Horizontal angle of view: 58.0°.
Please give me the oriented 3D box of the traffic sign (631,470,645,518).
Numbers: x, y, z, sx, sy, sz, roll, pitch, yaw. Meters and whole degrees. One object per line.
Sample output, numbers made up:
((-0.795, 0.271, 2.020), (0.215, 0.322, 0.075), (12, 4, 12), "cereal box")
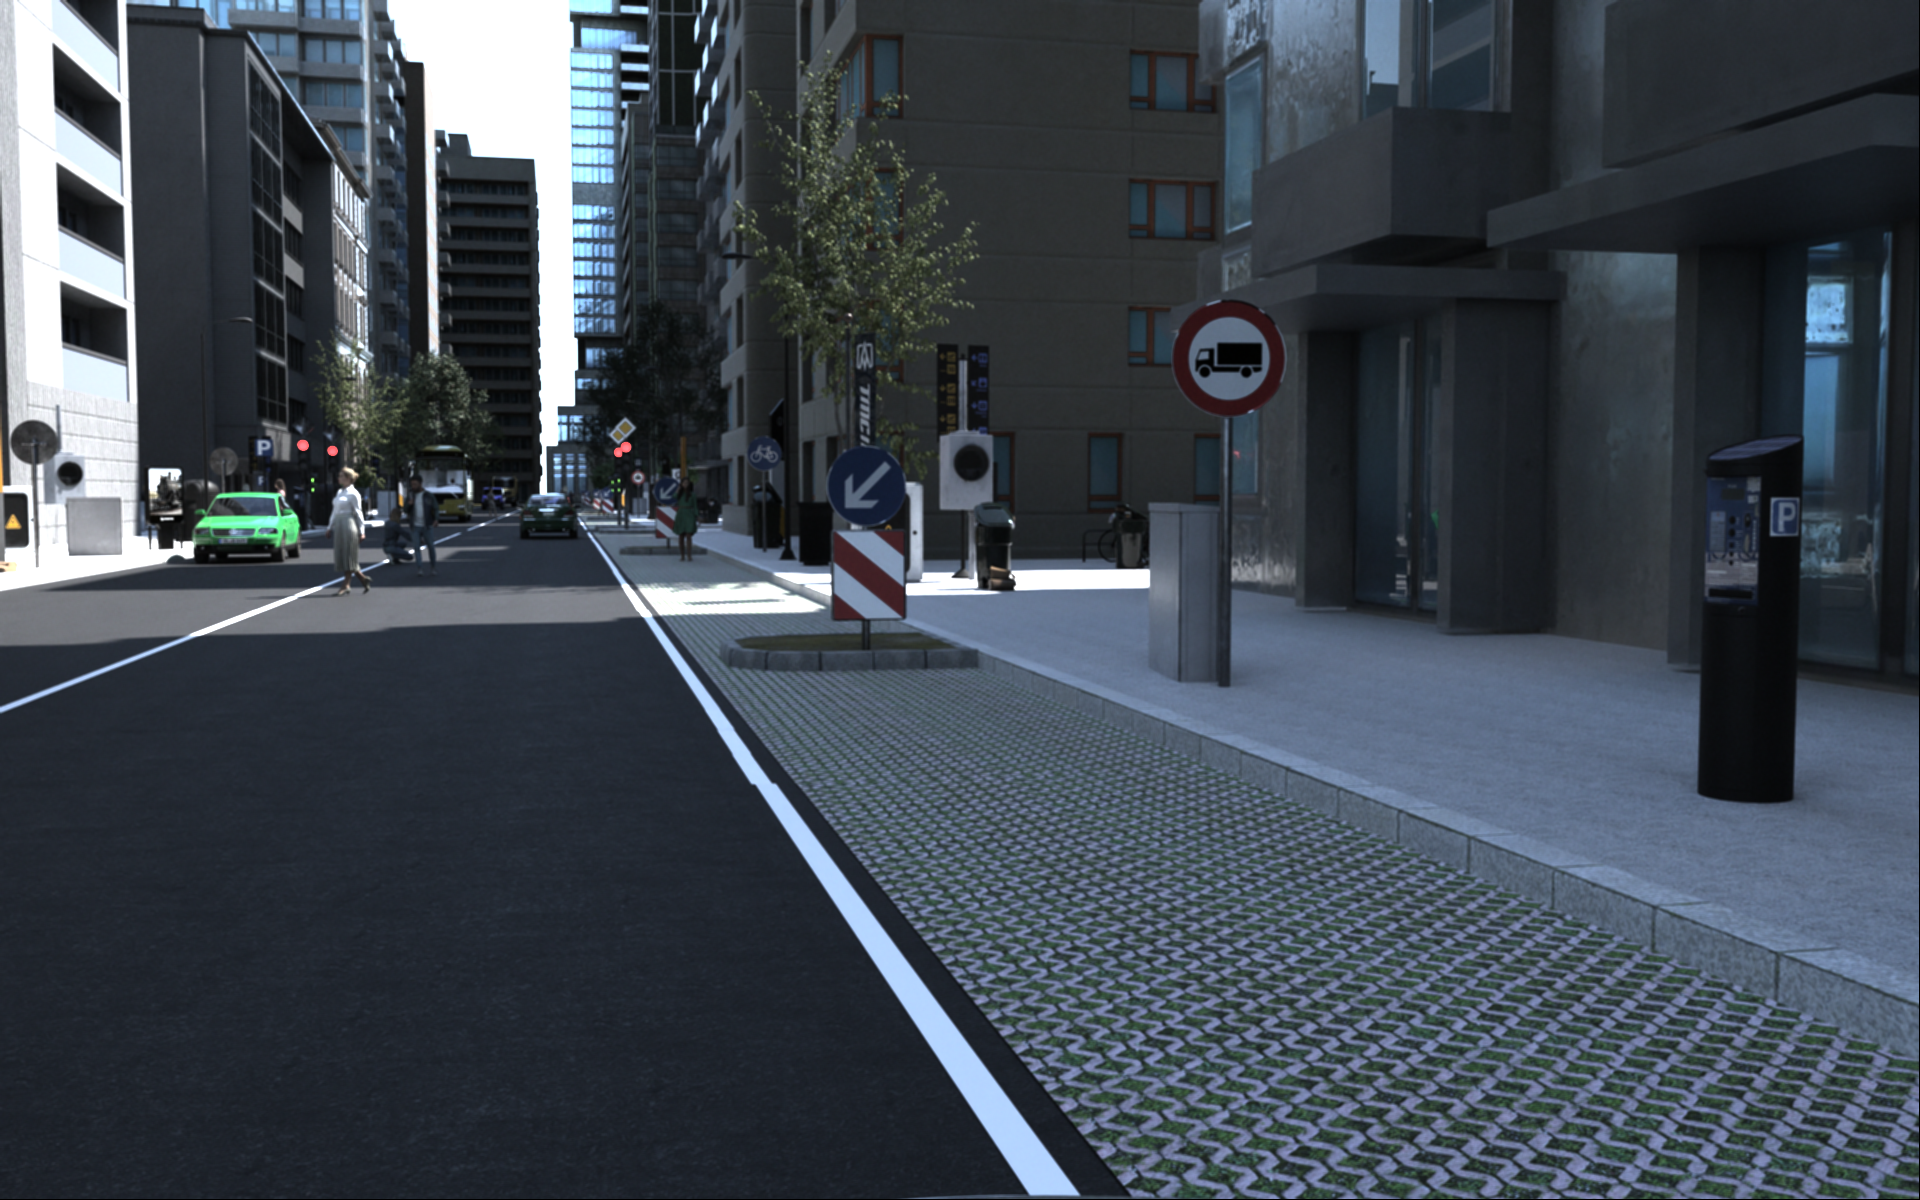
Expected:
((-17.353, -5.709, 93.440), (0.768, 2.556, 0.104), (0, 4, -4), "traffic sign")

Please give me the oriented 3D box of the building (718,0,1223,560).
((8.288, -12.518, 49.709), (27.650, 21.520, 28.899), (-1, 4, -13), "building")

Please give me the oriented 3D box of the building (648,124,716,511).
((-17.689, -22.517, 139.847), (14.160, 30.474, 14.107), (-1, 4, -13), "building")

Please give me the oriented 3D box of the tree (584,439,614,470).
((-43.634, -15.916, 210.596), (4.360, 8.622, 3.978), (0, 3, 0), "tree")

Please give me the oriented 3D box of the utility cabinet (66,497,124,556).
((-17.938, -1.515, 35.930), (1.020, 1.237, 0.306), (-1, 4, -22), "utility cabinet")

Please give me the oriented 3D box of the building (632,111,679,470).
((-28.661, -30.955, 189.703), (14.154, 41.232, 14.086), (-1, 4, -13), "building")

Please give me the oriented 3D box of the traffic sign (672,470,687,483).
((-11.438, -4.192, 70.674), (0.606, 2.300, 0.079), (-1, 4, -8), "traffic sign")

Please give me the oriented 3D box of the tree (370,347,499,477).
((-40.985, -13.359, 135.419), (9.611, 12.733, 9.660), (0, 3, 0), "tree")

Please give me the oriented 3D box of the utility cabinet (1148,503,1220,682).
((1.586, -0.068, 12.281), (0.306, 1.237, 1.020), (0, 4, -6), "utility cabinet")

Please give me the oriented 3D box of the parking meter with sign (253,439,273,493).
((-22.452, -3.637, 55.721), (0.543, 3.016, 1.738), (-2, 4, -27), "parking meter with sign")

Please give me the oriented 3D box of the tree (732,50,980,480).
((-1.838, -4.821, 29.194), (4.737, 8.622, 4.395), (0, 3, 0), "tree")

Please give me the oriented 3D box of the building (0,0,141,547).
((-37.499, -30.661, 43.299), (28.212, 58.520, 21.231), (-1, 4, -13), "building")

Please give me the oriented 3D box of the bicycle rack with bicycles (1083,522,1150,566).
((3.746, -1.155, 32.260), (2.925, 0.926, 2.852), (-2, 4, -30), "bicycle rack with bicycles")

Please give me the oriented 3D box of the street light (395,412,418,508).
((-31.449, -7.691, 98.292), (1.470, 5.913, 1.316), (-1, 4, -13), "street light")

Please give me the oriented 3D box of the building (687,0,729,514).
((-5.145, -30.063, 111.143), (23.786, 49.044, 30.456), (-1, 4, -13), "building")

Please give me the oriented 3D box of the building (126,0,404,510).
((-60.788, -32.576, 152.221), (23.786, 49.044, 30.456), (-1, 4, -13), "building")

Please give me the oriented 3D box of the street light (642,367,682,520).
((-10.752, -5.558, 63.420), (1.470, 5.913, 1.316), (-1, 4, -13), "street light")

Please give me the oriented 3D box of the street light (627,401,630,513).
((-16.026, -6.959, 86.326), (1.470, 5.913, 1.316), (-1, 4, -13), "street light")

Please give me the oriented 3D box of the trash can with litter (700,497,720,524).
((-10.844, -3.867, 74.614), (1.055, 1.170, 0.624), (3, 4, 38), "trash can with litter")

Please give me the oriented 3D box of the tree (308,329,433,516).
((-27.268, -7.811, 78.065), (4.737, 8.622, 4.395), (0, 3, 0), "tree")

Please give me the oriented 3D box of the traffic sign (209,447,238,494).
((-20.131, -2.890, 47.362), (0.768, 2.556, 0.104), (0, 4, -4), "traffic sign")

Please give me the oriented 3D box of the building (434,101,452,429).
((-73.750, -35.264, 196.168), (30.456, 49.044, 23.786), (-1, 4, -13), "building")

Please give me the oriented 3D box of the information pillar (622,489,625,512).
((-23.930, -8.083, 123.509), (0.183, 3.616, 0.504), (3, 4, 37), "information pillar")

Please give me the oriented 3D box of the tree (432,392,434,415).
((-33.483, -9.366, 103.491), (4.737, 8.622, 4.395), (0, 3, 0), "tree")

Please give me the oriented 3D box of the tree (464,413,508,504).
((-60.540, -17.811, 216.961), (9.928, 11.665, 9.643), (0, 3, 0), "tree")

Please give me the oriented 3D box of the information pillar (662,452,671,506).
((-16.241, -6.391, 95.840), (0.504, 3.616, 0.183), (1, 4, 17), "information pillar")

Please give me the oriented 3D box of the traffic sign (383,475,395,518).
((-30.293, -5.493, 91.934), (0.606, 2.300, 0.079), (-1, 4, -12), "traffic sign")

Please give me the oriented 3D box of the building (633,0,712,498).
((-22.118, -44.855, 171.636), (20.563, 71.187, 20.611), (-1, 4, -13), "building")

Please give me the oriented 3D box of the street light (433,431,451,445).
((-38.072, -9.462, 127.252), (1.470, 5.913, 1.316), (-1, 4, -13), "street light")

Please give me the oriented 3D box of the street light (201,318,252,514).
((-19.361, -4.476, 45.719), (1.470, 5.913, 1.316), (-1, 4, -13), "street light")

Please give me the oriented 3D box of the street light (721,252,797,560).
((-3.896, -3.733, 33.584), (1.470, 5.913, 1.316), (-1, 4, -13), "street light")

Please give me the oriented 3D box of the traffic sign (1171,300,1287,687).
((1.763, -0.695, 11.467), (0.768, 2.556, 0.104), (0, 4, -4), "traffic sign")

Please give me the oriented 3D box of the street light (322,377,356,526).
((-24.699, -5.895, 68.919), (1.470, 5.913, 1.316), (-1, 4, -13), "street light")

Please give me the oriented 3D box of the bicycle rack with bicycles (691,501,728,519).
((-13.058, -4.660, 89.580), (2.925, 0.926, 2.852), (2, 4, 35), "bicycle rack with bicycles")

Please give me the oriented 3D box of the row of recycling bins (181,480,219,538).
((-22.308, -2.656, 50.546), (1.069, 1.692, 3.534), (-2, 4, -30), "row of recycling bins")

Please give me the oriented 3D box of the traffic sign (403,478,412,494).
((-34.872, -6.559, 109.373), (0.606, 2.300, 0.079), (0, 4, -5), "traffic sign")

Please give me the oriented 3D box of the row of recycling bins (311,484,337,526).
((-25.995, -3.926, 71.302), (1.069, 1.692, 3.534), (-1, 4, -12), "row of recycling bins")

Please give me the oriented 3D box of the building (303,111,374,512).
((-44.882, -19.121, 109.886), (12.463, 27.353, 25.104), (-1, 4, -13), "building")

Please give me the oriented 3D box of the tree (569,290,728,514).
((-13.269, -8.891, 79.775), (7.601, 10.594, 8.767), (0, 4, 1), "tree")

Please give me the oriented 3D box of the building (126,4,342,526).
((-39.120, -16.145, 83.042), (14.314, 24.678, 30.058), (-1, 4, -13), "building")

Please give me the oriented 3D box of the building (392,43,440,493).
((-60.525, -32.119, 175.261), (14.600, 45.320, 14.200), (-1, 4, -13), "building")

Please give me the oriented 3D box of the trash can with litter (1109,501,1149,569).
((3.128, -1.127, 29.822), (1.055, 1.170, 0.624), (-1, 4, -13), "trash can with litter")

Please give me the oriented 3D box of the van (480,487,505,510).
((-42.739, -9.431, 158.576), (2.240, 2.365, 5.245), (-1, 4, -13), "van")

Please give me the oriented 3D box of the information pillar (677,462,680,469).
((-20.590, -8.316, 127.322), (0.504, 3.616, 0.183), (-3, 4, -37), "information pillar")

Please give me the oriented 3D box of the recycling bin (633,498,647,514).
((-20.320, -5.951, 109.856), (0.722, 1.027, 0.722), (2, 4, 27), "recycling bin")

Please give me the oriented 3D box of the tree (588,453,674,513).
((-22.788, -8.260, 118.757), (4.285, 4.588, 4.351), (0, 3, 0), "tree")

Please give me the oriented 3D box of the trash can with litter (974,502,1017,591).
((0.553, -0.731, 23.347), (0.624, 1.170, 1.055), (-1, 4, -13), "trash can with litter")

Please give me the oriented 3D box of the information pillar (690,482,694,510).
((-16.299, -6.130, 104.719), (0.304, 2.012, 0.304), (-3, 5, -44), "information pillar")

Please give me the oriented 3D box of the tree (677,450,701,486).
((-21.100, -8.941, 129.899), (4.285, 4.588, 4.351), (0, 3, 0), "tree")

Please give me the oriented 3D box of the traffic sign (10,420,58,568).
((-15.945, -1.820, 29.855), (0.768, 2.556, 0.104), (-1, 4, -9), "traffic sign")

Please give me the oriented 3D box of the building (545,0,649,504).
((-41.841, -56.690, 239.547), (31.000, 86.520, 22.319), (-1, 4, -13), "building")

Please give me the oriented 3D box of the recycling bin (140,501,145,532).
((-28.169, -2.826, 58.765), (0.722, 1.027, 0.722), (0, 4, 3), "recycling bin")

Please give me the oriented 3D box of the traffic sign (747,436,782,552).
((-4.319, -2.333, 38.253), (0.768, 2.556, 0.104), (0, 4, -5), "traffic sign")

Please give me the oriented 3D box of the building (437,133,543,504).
((-68.042, -37.397, 235.144), (21.600, 48.544, 21.300), (-1, 4, -13), "building")

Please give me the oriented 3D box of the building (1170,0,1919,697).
((15.698, -23.998, 11.982), (23.786, 49.044, 30.456), (-1, 4, -13), "building")

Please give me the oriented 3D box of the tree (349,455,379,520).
((-29.424, -5.494, 84.433), (1.663, 3.219, 1.824), (0, 3, 0), "tree")

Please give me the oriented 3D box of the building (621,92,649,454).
((-29.162, -35.715, 207.638), (21.300, 48.544, 21.600), (-1, 4, -13), "building")
